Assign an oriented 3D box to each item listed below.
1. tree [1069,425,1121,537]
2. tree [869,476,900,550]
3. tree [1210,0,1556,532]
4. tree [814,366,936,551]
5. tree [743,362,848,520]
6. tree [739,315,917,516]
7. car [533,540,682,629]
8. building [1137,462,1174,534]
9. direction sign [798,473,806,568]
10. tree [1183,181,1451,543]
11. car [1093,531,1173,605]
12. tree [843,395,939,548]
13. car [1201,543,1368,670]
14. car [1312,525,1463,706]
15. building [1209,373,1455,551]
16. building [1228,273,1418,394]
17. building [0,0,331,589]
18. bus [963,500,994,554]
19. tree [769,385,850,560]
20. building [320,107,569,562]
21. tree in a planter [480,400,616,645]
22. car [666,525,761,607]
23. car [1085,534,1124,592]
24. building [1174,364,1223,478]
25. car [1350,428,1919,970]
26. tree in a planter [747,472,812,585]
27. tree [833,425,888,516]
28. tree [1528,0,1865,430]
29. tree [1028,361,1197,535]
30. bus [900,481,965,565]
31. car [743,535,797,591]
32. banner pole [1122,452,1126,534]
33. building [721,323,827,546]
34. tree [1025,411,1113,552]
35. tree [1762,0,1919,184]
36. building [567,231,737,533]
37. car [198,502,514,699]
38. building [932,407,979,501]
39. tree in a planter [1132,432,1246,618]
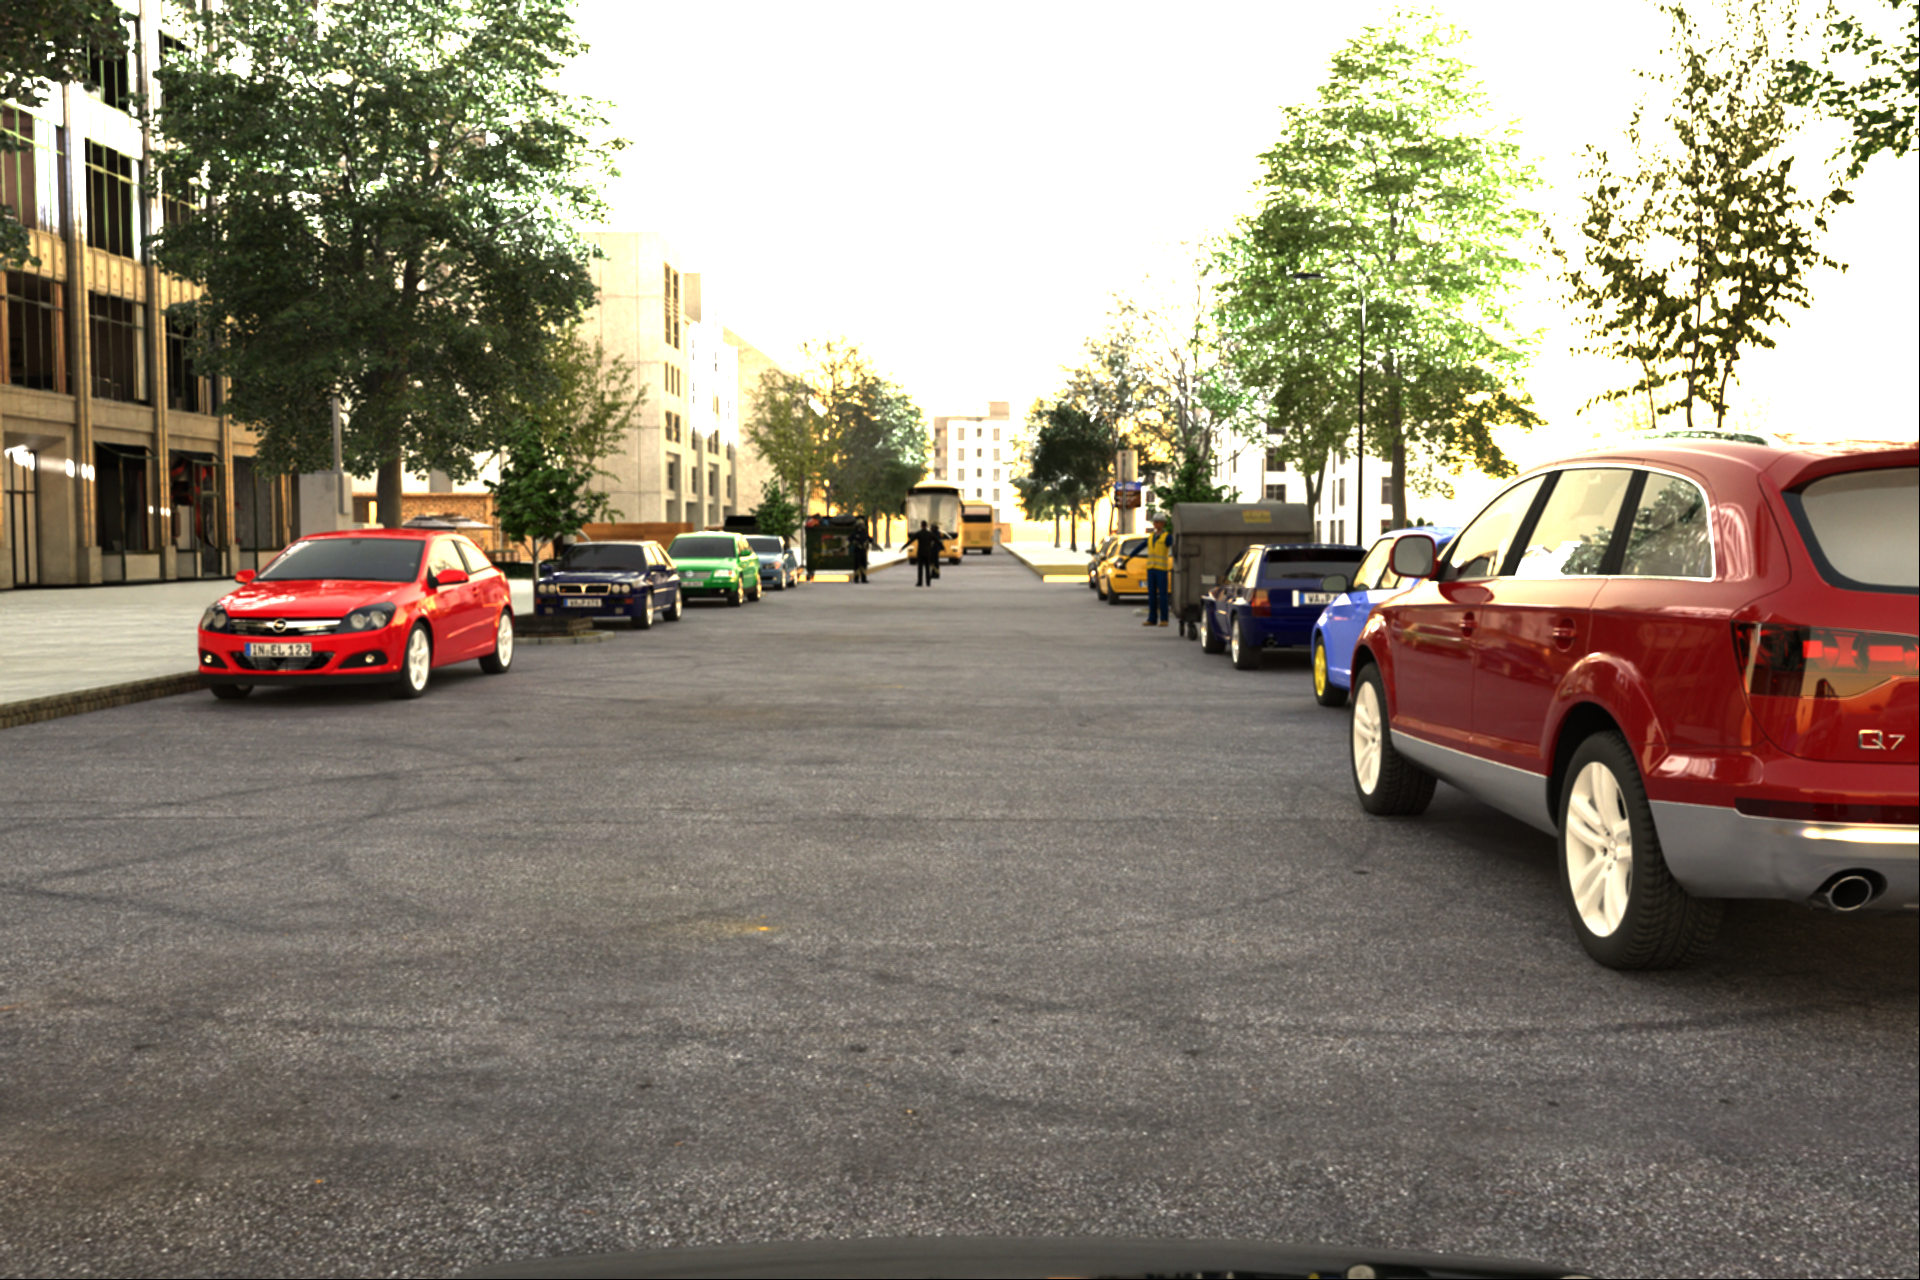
[{"bbox_3d":[8.375,-9.655,108.215,4.360,8.622,3.978,0,3,0],"label":"tree"},{"bbox_3d":[-6.653,-11.779,142.954,4.360,8.622,3.978,0,3,0],"label":"tree"},{"bbox_3d":[9.241,-7.318,37.773,7.486,12.596,7.792,0,3,0],"label":"tree"},{"bbox_3d":[-6.568,-13.711,130.829,9.857,13.997,8.962,0,3,0],"label":"tree"},{"bbox_3d":[-7.314,-7.613,74.833,4.737,8.622,4.395,0,3,0],"label":"tree"},{"bbox_3d":[-7.363,-11.416,97.029,12.009,13.543,11.850,0,3,0],"label":"tree"},{"bbox_3d":[-5.505,-0.900,27.296,1.945,1.354,3.894,0,4,1],"label":"car"},{"bbox_3d":[25.276,-16.300,208.652,9.099,9.664,28.070,0,4,1],"label":"building"},{"bbox_3d":[-5.910,-4.454,64.812,0.379,3.537,0.876,0,4,3],"label":"direction sign"},{"bbox_3d":[10.172,-7.563,49.404,9.928,11.665,9.643,0,3,0],"label":"tree"},{"bbox_3d":[3.839,-1.602,36.411,2.015,1.641,3.980,0,3,0],"label":"car"},{"bbox_3d":[-6.485,-15.222,155.528,9.857,13.997,8.962,0,3,0],"label":"tree"},{"bbox_3d":[3.769,-0.430,19.610,1.945,1.354,3.894,0,4,0],"label":"car"},{"bbox_3d":[3.825,-0.229,13.338,1.945,1.707,3.694,0,3,0],"label":"car"},{"bbox_3d":[21.374,-9.913,104.233,9.099,9.664,28.070,0,4,1],"label":"building"},{"bbox_3d":[25.459,-16.821,131.443,16.016,20.090,11.380,0,4,1],"label":"building"},{"bbox_3d":[-27.057,-13.574,38.587,14.369,24.946,33.146,0,4,2],"label":"building"},{"bbox_3d":[1.003,-8.136,124.571,2.896,3.916,12.252,0,4,0],"label":"bus"},{"bbox_3d":[-7.929,-8.312,86.265,4.360,8.622,3.978,0,3,0],"label":"tree"},{"bbox_3d":[-25.480,-13.530,77.632,16.016,20.090,11.380,0,3,0],"label":"building"},{"bbox_3d":[-5.732,-1.592,23.258,1.991,3.239,1.994,0,4,1],"label":"tree in a planter"},{"bbox_3d":[-5.181,-1.638,35.576,1.959,1.807,4.718,0,4,1],"label":"car"},{"bbox_3d":[4.247,-2.118,44.418,2.009,1.686,4.222,0,4,1],"label":"car"},{"bbox_3d":[28.792,-20.415,190.204,16.016,20.090,11.380,0,4,1],"label":"building"},{"bbox_3d":[3.097,0.088,7.237,2.281,1.827,5.304,0,4,-1],"label":"car"},{"bbox_3d":[-5.281,-3.197,49.496,1.991,3.239,1.994,0,4,0],"label":"tree in a planter"},{"bbox_3d":[-7.589,-10.215,117.381,4.360,8.622,3.978,0,3,0],"label":"tree"},{"bbox_3d":[9.415,-4.384,22.039,4.737,8.622,4.395,0,3,0],"label":"tree"},{"bbox_3d":[7.612,-9.342,87.155,8.767,10.594,7.601,-1,4,-15],"label":"tree"},{"bbox_3d":[-1.155,-5.674,84.313,2.896,3.916,12.252,0,4,1],"label":"bus"},{"bbox_3d":[-5.311,-2.048,45.489,2.014,1.417,4.499,0,4,1],"label":"car"},{"bbox_3d":[5.014,-3.844,52.873,0.401,3.779,0.863,0,4,1],"label":"banner pole"},{"bbox_3d":[-24.785,-21.883,188.717,19.493,23.208,18.063,0,4,0],"label":"building"},{"bbox_3d":[7.879,-11.529,122.915,7.601,10.594,8.767,-2,4,-33],"label":"tree"},{"bbox_3d":[10.260,-5.375,13.633,9.928,11.665,9.643,0,3,0],"label":"tree"},{"bbox_3d":[-25.717,-15.336,117.204,16.747,18.905,31.486,0,4,1],"label":"building"},{"bbox_3d":[-5.576,-0.450,16.391,2.155,1.783,4.494,0,4,1],"label":"car"},{"bbox_3d":[-3.691,-23.876,249.247,11.380,20.090,16.016,0,4,3],"label":"building"},{"bbox_3d":[4.061,-2.030,30.408,1.991,3.239,1.994,0,4,1],"label":"tree in a planter"}]
